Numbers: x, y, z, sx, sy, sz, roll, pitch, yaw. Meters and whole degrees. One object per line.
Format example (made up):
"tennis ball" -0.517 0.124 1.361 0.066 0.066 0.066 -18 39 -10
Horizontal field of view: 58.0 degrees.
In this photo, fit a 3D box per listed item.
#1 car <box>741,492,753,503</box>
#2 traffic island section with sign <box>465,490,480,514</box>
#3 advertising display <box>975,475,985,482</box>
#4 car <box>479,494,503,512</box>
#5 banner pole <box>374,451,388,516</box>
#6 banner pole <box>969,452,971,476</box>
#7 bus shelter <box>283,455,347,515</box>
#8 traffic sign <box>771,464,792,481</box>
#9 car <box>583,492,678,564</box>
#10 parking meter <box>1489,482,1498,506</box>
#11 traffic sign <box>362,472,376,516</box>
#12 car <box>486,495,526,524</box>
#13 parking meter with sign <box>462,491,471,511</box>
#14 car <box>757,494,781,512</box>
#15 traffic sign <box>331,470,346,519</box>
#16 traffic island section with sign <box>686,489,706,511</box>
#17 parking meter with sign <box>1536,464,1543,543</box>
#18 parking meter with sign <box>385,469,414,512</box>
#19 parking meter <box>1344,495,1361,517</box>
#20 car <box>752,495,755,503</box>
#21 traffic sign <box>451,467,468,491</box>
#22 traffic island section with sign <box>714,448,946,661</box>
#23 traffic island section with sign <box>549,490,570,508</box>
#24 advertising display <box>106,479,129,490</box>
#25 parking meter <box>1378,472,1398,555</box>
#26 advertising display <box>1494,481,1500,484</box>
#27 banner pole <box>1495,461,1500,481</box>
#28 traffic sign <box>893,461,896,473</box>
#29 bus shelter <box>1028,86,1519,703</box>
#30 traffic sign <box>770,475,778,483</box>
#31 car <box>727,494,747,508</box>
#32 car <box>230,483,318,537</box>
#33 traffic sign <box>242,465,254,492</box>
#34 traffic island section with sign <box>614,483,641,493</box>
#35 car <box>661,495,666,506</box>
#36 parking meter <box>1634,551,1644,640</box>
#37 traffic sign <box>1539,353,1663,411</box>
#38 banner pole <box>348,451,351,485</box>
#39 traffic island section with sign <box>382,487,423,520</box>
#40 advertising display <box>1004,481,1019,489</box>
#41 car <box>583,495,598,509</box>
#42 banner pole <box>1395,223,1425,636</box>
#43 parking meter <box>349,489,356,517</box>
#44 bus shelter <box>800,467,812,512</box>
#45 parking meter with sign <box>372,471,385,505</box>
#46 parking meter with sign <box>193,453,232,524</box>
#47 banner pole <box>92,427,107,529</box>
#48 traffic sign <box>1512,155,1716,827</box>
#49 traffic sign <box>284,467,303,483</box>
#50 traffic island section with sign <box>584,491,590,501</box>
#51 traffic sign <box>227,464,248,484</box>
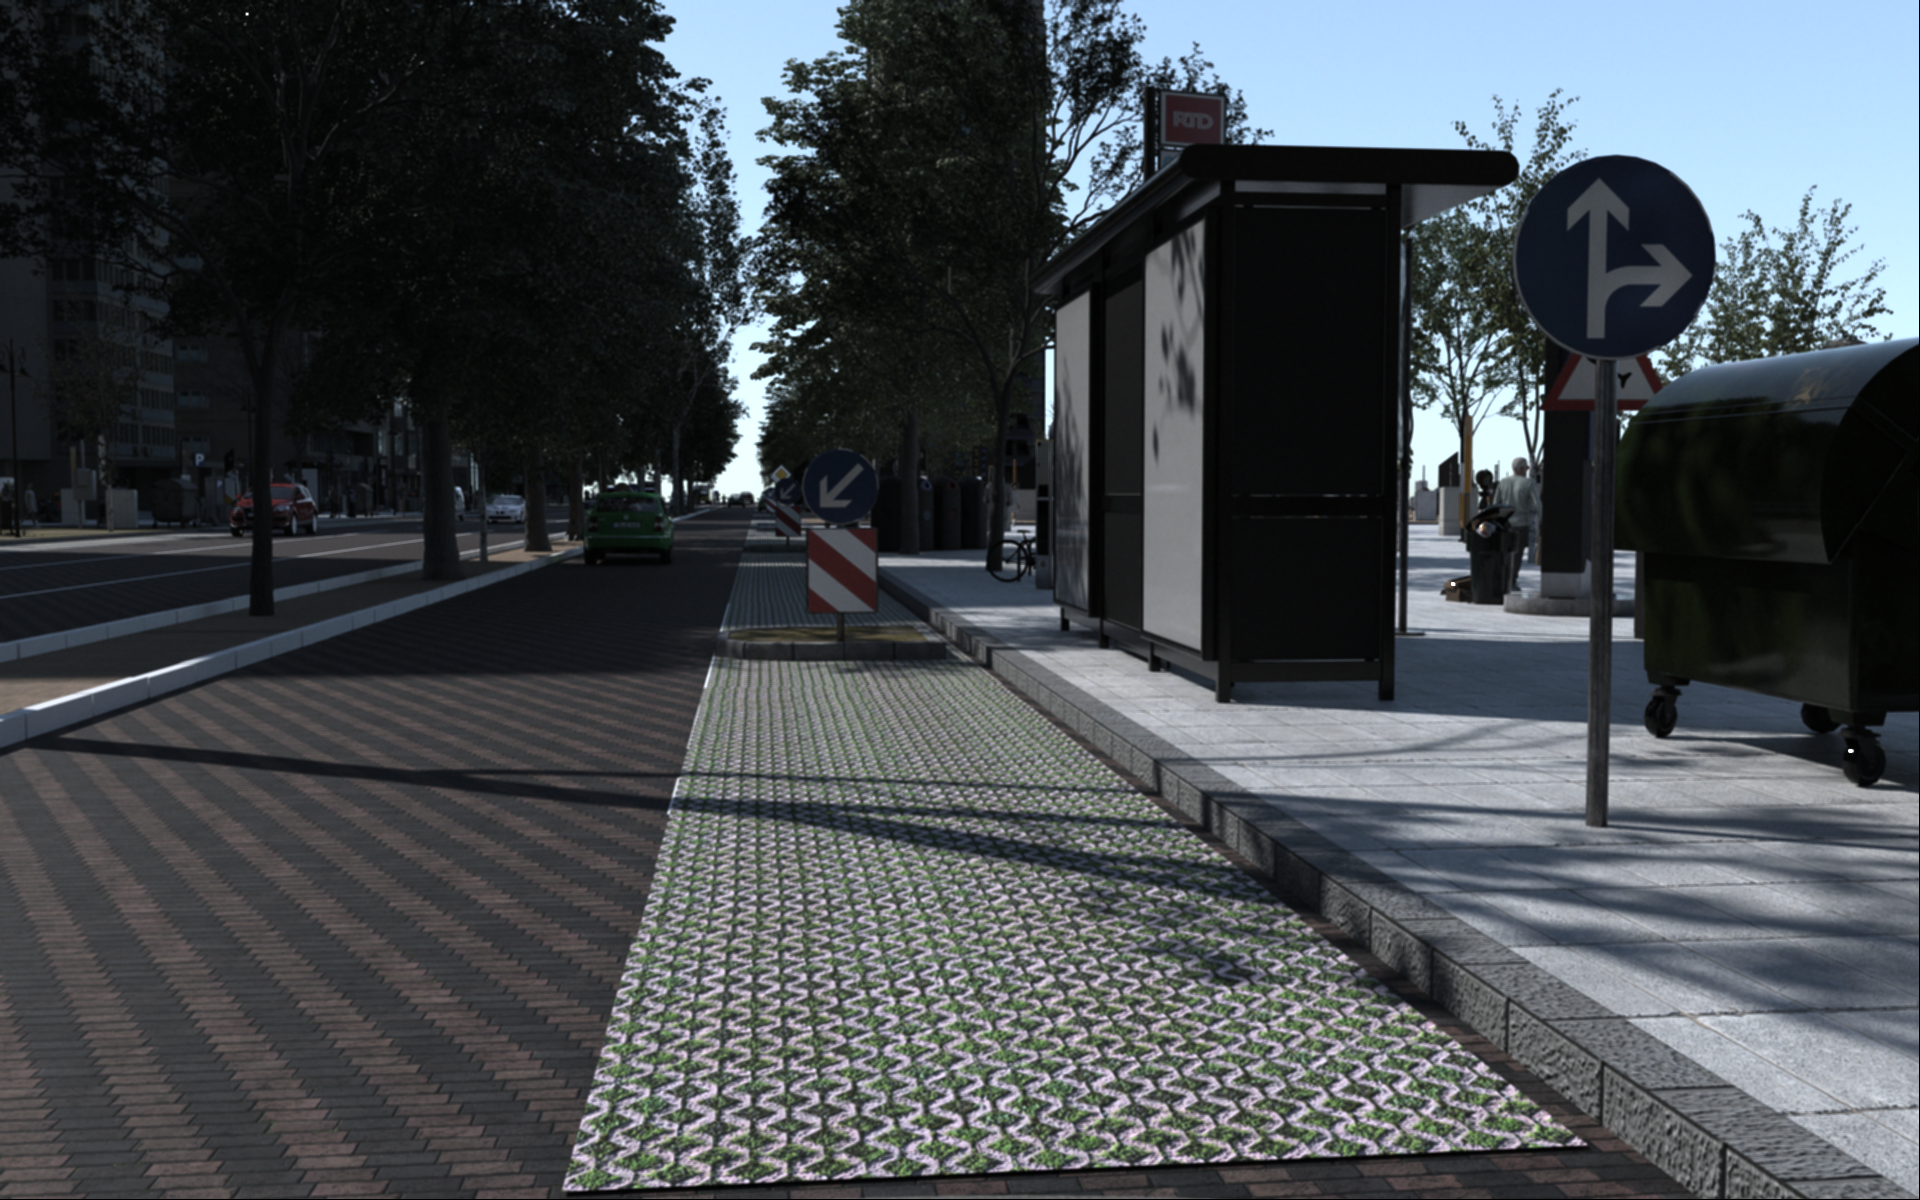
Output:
"car" -33.269 -15.922 268.995 2.281 1.827 5.304 -1 4 -8
"traffic island section with sign" -34.147 -7.017 123.356 1.989 1.847 2.006 0 4 -7
"advertising display" 0.693 -3.365 60.233 0.123 1.923 0.974 -1 4 -12
"car" -34.578 -7.319 128.467 1.959 1.807 4.718 0 4 -8
"banner pole" -34.013 -6.835 101.775 0.863 3.779 0.401 0 4 1
"banner pole" 0.578 -6.491 96.152 0.401 3.779 0.863 0 4 5
"bus shelter" -34.785 -6.094 93.561 2.014 3.302 5.546 0 4 -7
"traffic sign" -7.003 -4.035 68.170 0.795 2.593 0.064 0 4 -7
"car" -6.995 -1.714 36.826 1.959 1.807 4.718 -1 4 -8
"parking meter" 24.973 -4.609 81.071 0.255 1.863 0.399 -2 4 -27
"traffic sign" -33.924 -6.075 99.437 0.768 2.556 0.104 0 4 -6
"car" -22.377 -4.472 85.478 2.083 1.381 4.827 0 4 -7
"parking meter with sign" -37.569 -8.165 129.760 1.738 3.016 0.543 0 4 8
"car" -14.849 -7.722 135.053 1.959 1.807 4.718 0 4 -7
"traffic sign" -32.518 -5.538 90.647 0.768 2.556 0.104 0 4 -3
"traffic island section with sign" -22.773 -8.663 149.769 2.006 1.907 1.989 0 4 -7
"parking meter with sign" 15.221 -2.983 45.029 0.543 3.016 1.738 -1 4 -20
"parking meter with sign" -39.545 -7.723 122.529 1.738 3.016 0.543 -2 4 -34
"parking meter" 10.133 -2.215 44.633 0.372 1.533 0.369 0 3 0
"car" -33.895 -16.438 277.557 1.959 1.807 4.718 0 4 -6
"traffic sign" -37.748 -8.252 128.787 2.265 3.308 0.079 0 4 -6
"traffic island section with sign" -1.221 -0.434 15.727 1.989 1.847 2.006 0 4 -7
"traffic island section with sign" -39.894 -10.047 172.895 1.989 1.847 2.006 0 4 -7
"advertising display" -36.329 -4.250 74.702 0.974 1.923 0.123 0 4 5
"parking meter" 8.552 -1.769 34.630 0.399 1.863 0.255 -3 5 -44
"advertising display" 26.704 -4.919 85.634 0.123 1.923 0.974 -1 4 -14
"banner pole" 40.210 -8.544 129.712 0.401 3.779 0.863 3 5 43
"traffic sign" -1.876 -3.578 58.602 0.768 2.556 0.104 0 4 -6
"bus shelter" 1.895 -2.273 14.802 2.179 5.291 8.768 0 4 -6
"traffic sign" -7.922 -4.521 76.102 0.795 2.593 0.064 0 4 -7
"car" -23.960 -10.638 185.728 2.131 1.459 4.920 0 4 -6
"car" -23.814 -3.153 60.233 2.281 1.827 5.304 -1 4 -8
"traffic sign" -31.134 -4.621 75.659 0.768 2.556 0.104 0 4 -3
"traffic island section with sign" -14.116 -4.097 75.129 2.006 1.907 1.989 0 4 -7
"car" -36.782 -12.121 210.753 1.945 1.354 3.894 -1 4 -8
"parking meter" 6.202 -0.586 15.287 0.399 1.863 0.255 -1 4 -18
"traffic sign" 4.119 -0.679 11.104 0.884 2.594 0.081 0 4 -6
"banner pole" -35.395 -6.752 100.416 0.401 3.779 0.863 -1 4 -12
"traffic island section with sign" -31.056 -5.379 96.578 1.989 1.847 2.006 0 4 -7
"advertising display" 2.797 -5.501 95.147 0.974 1.923 0.123 3 4 36
"car" -35.055 -9.359 165.597 1.945 1.354 3.894 0 4 -7
"banner pole" 3.958 -1.558 15.483 0.401 3.779 0.863 1 4 21
"parking meter" -33.387 -5.306 95.162 0.372 1.533 0.369 0 3 0
"bus shelter" -10.144 -7.776 121.060 2.014 3.302 5.546 0 4 -7
"parking meter with sign" -44.434 -8.361 132.955 1.738 3.016 0.543 3 5 40
"parking meter with sign" -31.793 -4.742 73.790 1.738 3.016 0.543 2 4 24
"banner pole" -31.942 -4.546 64.346 0.863 3.779 0.401 2 4 33
"traffic sign" 2.465 -0.399 6.628 0.768 2.556 0.104 0 4 0
"traffic sign" -28.382 -4.377 73.761 0.795 2.593 0.064 0 4 -7
"traffic island section with sign" -43.038 -11.705 199.999 1.989 1.847 2.006 0 4 -7
"traffic sign" -27.463 -3.892 65.829 0.795 2.593 0.064 0 4 -7
